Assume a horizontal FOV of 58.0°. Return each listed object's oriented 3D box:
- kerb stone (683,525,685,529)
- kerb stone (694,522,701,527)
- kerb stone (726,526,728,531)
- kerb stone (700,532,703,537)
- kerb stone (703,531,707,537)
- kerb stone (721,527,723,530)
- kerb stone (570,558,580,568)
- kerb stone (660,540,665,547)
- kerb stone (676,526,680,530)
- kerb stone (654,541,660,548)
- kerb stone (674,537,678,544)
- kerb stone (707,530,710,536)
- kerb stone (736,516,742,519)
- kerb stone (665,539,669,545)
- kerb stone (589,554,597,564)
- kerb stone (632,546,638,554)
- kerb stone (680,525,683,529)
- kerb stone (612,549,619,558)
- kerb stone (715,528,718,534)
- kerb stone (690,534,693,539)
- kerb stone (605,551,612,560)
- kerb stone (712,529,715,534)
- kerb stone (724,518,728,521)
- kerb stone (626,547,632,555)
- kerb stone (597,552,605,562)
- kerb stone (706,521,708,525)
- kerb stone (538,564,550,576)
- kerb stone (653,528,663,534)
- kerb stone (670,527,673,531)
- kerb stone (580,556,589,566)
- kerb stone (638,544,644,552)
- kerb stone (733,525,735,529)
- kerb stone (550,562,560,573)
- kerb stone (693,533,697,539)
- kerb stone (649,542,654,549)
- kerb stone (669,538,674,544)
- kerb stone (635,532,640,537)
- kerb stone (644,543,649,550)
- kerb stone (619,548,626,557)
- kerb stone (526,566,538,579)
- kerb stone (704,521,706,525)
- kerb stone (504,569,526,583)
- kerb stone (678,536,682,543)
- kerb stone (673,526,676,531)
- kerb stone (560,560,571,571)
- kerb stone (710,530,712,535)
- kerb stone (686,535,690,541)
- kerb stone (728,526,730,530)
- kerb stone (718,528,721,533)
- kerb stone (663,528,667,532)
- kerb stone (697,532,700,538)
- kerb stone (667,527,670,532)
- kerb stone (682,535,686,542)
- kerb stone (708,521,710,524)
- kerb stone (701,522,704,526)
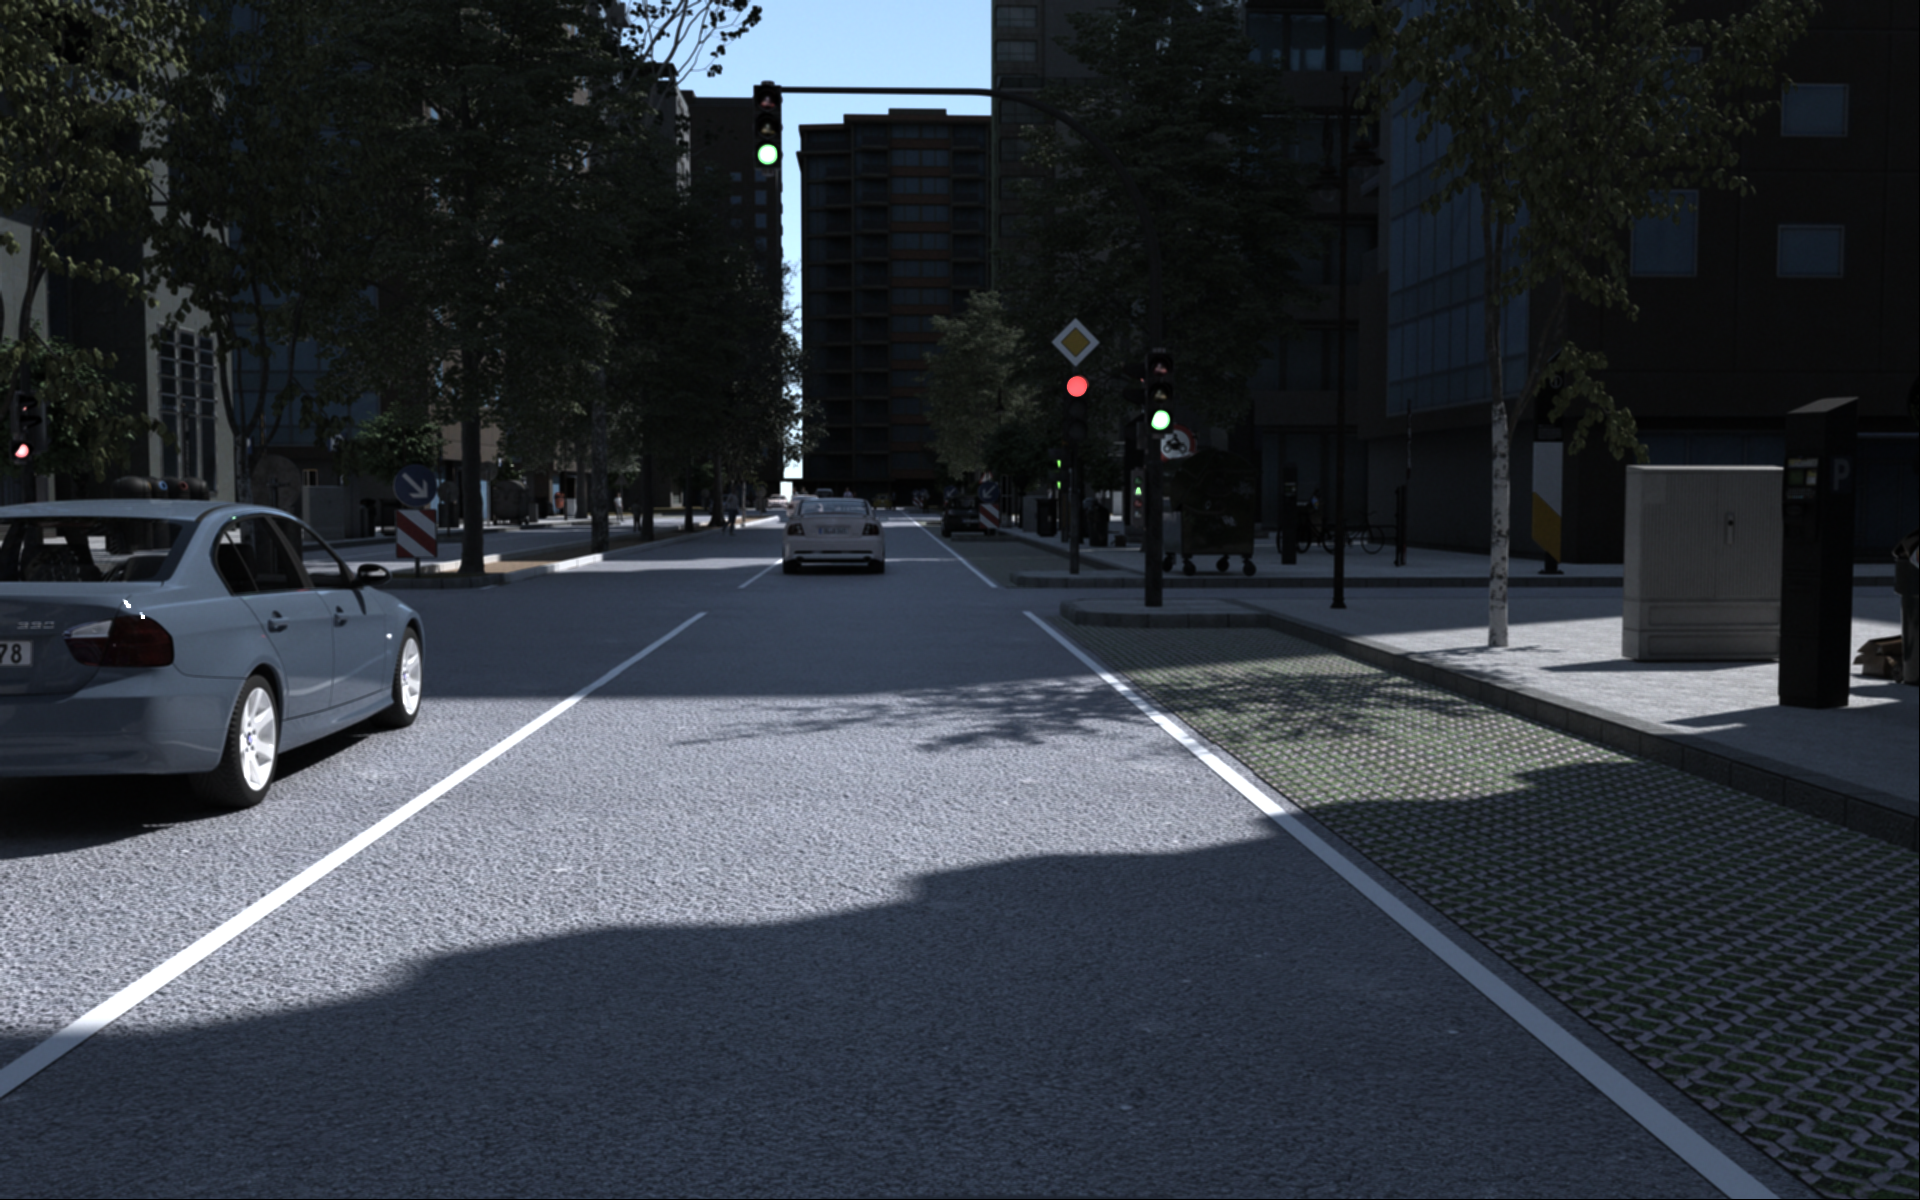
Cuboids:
[{"bbox_3d":[-11.367,-2.936,70.323,0.120,0.150,1.000,0,4,-3],"label":"kerb stone"},{"bbox_3d":[-11.643,-3.319,76.463,0.120,0.150,1.000,0,4,-3],"label":"kerb stone"},{"bbox_3d":[-9.088,-2.697,66.283,0.120,0.150,1.000,0,4,-3],"label":"kerb stone"},{"bbox_3d":[-8.648,-2.130,57.071,0.120,0.150,1.000,0,4,-3],"label":"kerb stone"},{"bbox_3d":[-8.693,-2.196,58.094,0.120,0.150,1.000,0,4,-3],"label":"kerb stone"},{"bbox_3d":[-8.984,-2.570,64.242,0.120,0.150,1.000,0,4,-3],"label":"kerb stone"},{"bbox_3d":[-7.570,-0.693,33.557,0.120,0.150,1.000,0,4,-3],"label":"kerb stone"},{"bbox_3d":[-8.172,-1.507,46.834,0.120,0.150,1.000,0,4,-3],"label":"kerb stone"},{"bbox_3d":[-11.273,-2.818,68.269,0.120,0.150,1.000,0,4,-3],"label":"kerb stone"},{"bbox_3d":[-8.135,-1.442,45.811,0.120,0.150,1.000,0,4,-3],"label":"kerb stone"},{"bbox_3d":[-8.320,-1.695,49.903,0.120,0.150,1.000,0,4,-3],"label":"kerb stone"},{"bbox_3d":[-8.734,-2.258,59.119,0.120,0.150,1.000,0,4,-3],"label":"kerb stone"},{"bbox_3d":[-12.739,-4.759,100.003,0.120,0.150,1.000,0,4,-3],"label":"kerb stone"},{"bbox_3d":[-8.226,-1.561,47.855,0.120,0.150,1.000,0,4,-3],"label":"kerb stone"},{"bbox_3d":[-7.661,-0.820,35.599,0.120,0.150,1.000,0,4,-3],"label":"kerb stone"},{"bbox_3d":[-7.944,-1.194,41.726,0.120,0.150,1.000,0,4,-3],"label":"kerb stone"},{"bbox_3d":[-11.316,-2.880,69.291,0.120,0.150,1.000,0,4,-3],"label":"kerb stone"},{"bbox_3d":[-7.801,-1.006,38.663,0.120,0.150,1.000,0,4,-3],"label":"kerb stone"},{"bbox_3d":[-8.881,-2.446,62.193,0.120,0.150,1.000,0,4,-3],"label":"kerb stone"},{"bbox_3d":[-8.521,-1.945,53.992,0.120,0.150,1.000,0,4,-3],"label":"kerb stone"},{"bbox_3d":[-7.757,-0.945,37.642,0.120,0.150,1.000,0,4,-3],"label":"kerb stone"},{"bbox_3d":[-8.840,-2.379,61.171,0.120,0.150,1.000,0,4,-3],"label":"kerb stone"},{"bbox_3d":[-12.408,-4.320,92.834,0.120,0.150,1.000,0,4,-3],"label":"kerb stone"},{"bbox_3d":[-7.892,-1.129,40.706,0.120,0.150,1.000,0,4,-3],"label":"kerb stone"},{"bbox_3d":[-7.703,-0.882,36.621,0.120,0.150,1.000,0,4,-3],"label":"kerb stone"},{"bbox_3d":[-11.789,-3.507,79.533,0.120,0.150,1.000,0,4,-3],"label":"kerb stone"},{"bbox_3d":[-7.424,-0.505,30.473,0.120,0.150,1.000,0,4,-3],"label":"kerb stone"},{"bbox_3d":[-11.029,-2.504,63.139,0.120,0.150,1.000,0,4,-3],"label":"kerb stone"},{"bbox_3d":[-11.182,-2.693,66.219,0.120,0.150,1.000,0,4,-3],"label":"kerb stone"},{"bbox_3d":[-7.608,-0.757,34.579,0.120,0.150,1.000,0,4,-3],"label":"kerb stone"},{"bbox_3d":[-7.988,-1.252,42.748,0.120,0.150,1.000,0,4,-3],"label":"kerb stone"},{"bbox_3d":[-9.220,-2.884,69.356,0.120,0.150,1.000,0,4,-3],"label":"kerb stone"},{"bbox_3d":[-7.471,-0.567,31.496,0.120,0.150,1.000,0,4,-3],"label":"kerb stone"},{"bbox_3d":[-8.557,-1.998,55.023,0.120,0.150,1.000,0,4,-3],"label":"kerb stone"},{"bbox_3d":[-8.093,-1.382,44.790,0.120,0.150,1.000,0,4,-3],"label":"kerb stone"},{"bbox_3d":[-8.271,-1.631,48.876,0.120,0.150,1.000,0,4,-3],"label":"kerb stone"},{"bbox_3d":[-10.749,-2.126,56.989,0.120,0.150,1.000,0,4,-3],"label":"kerb stone"},{"bbox_3d":[-8.044,-1.311,43.769,0.120,0.150,1.000,0,4,-3],"label":"kerb stone"},{"bbox_3d":[-7.840,-1.070,39.685,0.120,0.150,1.000,0,4,-3],"label":"kerb stone"},{"bbox_3d":[-7.384,-0.444,29.452,0.120,0.150,1.000,0,4,-3],"label":"kerb stone"},{"bbox_3d":[-11.744,-3.444,78.512,0.120,0.150,1.000,0,4,-3],"label":"kerb stone"},{"bbox_3d":[-7.324,-0.381,28.431,0.120,0.150,1.000,0,4,-3],"label":"kerb stone"},{"bbox_3d":[-8.369,-1.754,50.924,0.120,0.150,1.000,0,4,-3],"label":"kerb stone"},{"bbox_3d":[-11.226,-2.756,67.248,0.120,0.150,1.000,0,4,-3],"label":"kerb stone"},{"bbox_3d":[-7.514,-0.628,32.529,0.120,0.150,1.000,0,4,-3],"label":"kerb stone"},{"bbox_3d":[-8.794,-2.321,60.140,0.120,0.150,1.000,0,4,-3],"label":"kerb stone"},{"bbox_3d":[-8.461,-1.882,52.968,0.120,0.150,1.000,0,4,-3],"label":"kerb stone"},{"bbox_3d":[-9.129,-2.759,67.309,0.120,0.150,1.000,0,4,-3],"label":"kerb stone"},{"bbox_3d":[-8.934,-2.508,63.216,0.120,0.150,1.000,0,4,-3],"label":"kerb stone"},{"bbox_3d":[-11.077,-2.564,64.163,0.120,0.150,1.000,0,4,-3],"label":"kerb stone"},{"bbox_3d":[-8.607,-2.070,56.048,0.120,0.150,1.000,0,4,-3],"label":"kerb stone"},{"bbox_3d":[-11.127,-2.629,65.186,0.120,0.150,1.000,0,4,-3],"label":"kerb stone"},{"bbox_3d":[-8.412,-1.815,51.946,0.120,0.150,1.000,0,4,-3],"label":"kerb stone"},{"bbox_3d":[-11.831,-3.560,80.566,0.120,0.150,1.000,0,4,-3],"label":"kerb stone"},{"bbox_3d":[-11.696,-3.382,77.486,0.120,0.150,1.000,0,4,-3],"label":"kerb stone"}]
